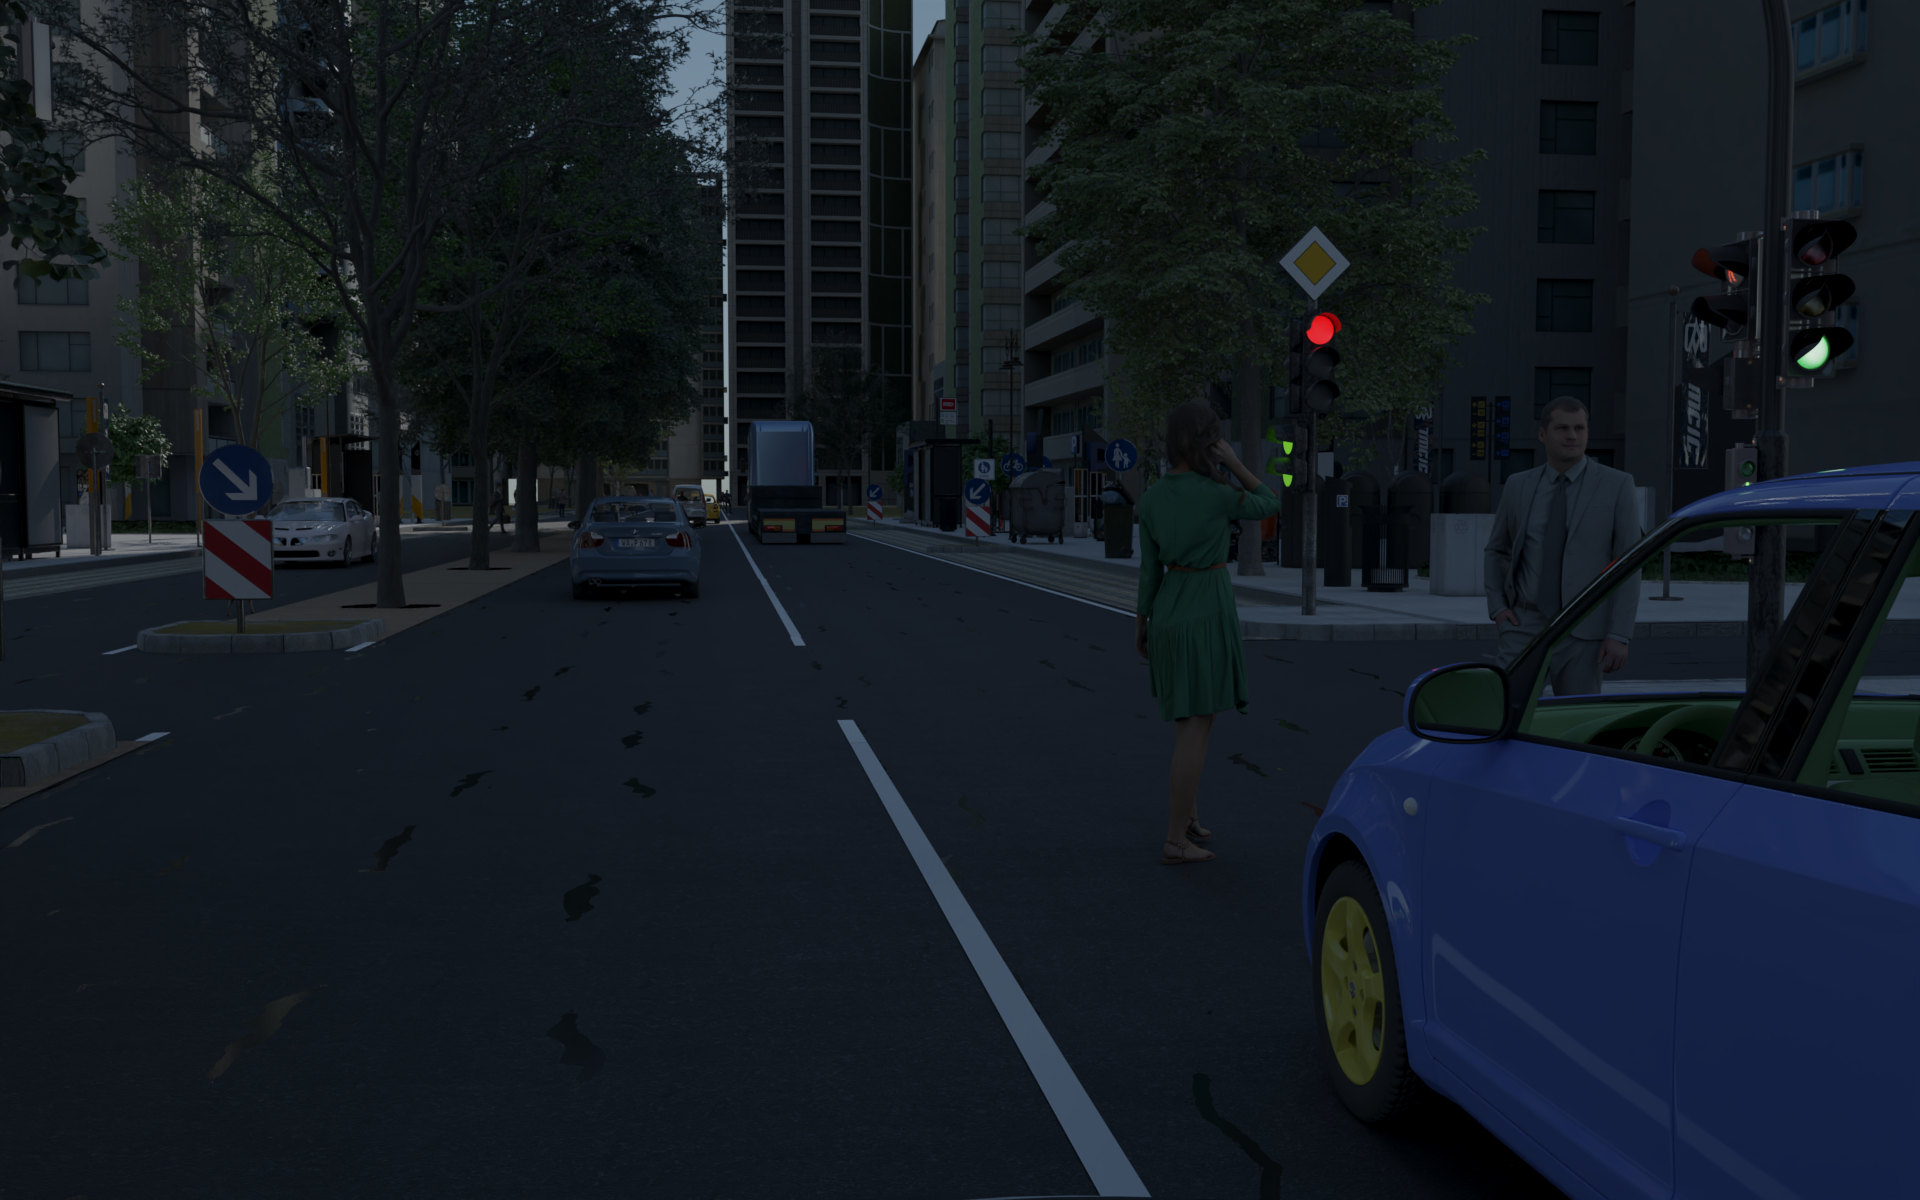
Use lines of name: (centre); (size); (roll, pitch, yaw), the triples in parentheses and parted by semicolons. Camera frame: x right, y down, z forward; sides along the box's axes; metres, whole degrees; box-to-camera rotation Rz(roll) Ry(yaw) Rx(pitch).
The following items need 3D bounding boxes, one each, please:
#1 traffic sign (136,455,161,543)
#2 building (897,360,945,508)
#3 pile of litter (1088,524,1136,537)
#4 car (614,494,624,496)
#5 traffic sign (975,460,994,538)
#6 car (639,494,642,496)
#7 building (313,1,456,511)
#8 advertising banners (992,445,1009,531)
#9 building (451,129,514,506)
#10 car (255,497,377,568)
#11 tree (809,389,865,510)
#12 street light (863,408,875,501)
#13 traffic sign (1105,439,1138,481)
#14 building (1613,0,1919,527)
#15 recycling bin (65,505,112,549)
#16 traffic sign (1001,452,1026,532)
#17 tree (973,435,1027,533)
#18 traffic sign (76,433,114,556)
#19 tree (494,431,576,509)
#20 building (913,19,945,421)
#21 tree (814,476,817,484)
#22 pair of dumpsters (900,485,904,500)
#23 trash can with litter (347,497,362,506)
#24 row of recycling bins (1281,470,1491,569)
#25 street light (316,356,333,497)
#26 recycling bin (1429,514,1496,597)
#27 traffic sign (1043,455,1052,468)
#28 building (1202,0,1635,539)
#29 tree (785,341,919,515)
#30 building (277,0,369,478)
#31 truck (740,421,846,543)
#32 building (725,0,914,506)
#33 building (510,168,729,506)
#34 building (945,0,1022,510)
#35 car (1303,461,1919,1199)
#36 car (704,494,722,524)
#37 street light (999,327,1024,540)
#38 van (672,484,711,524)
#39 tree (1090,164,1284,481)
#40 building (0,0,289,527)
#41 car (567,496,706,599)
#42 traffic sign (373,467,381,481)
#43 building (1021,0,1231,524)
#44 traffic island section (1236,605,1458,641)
traffic sign: (-21.084, -2.624, 45.030); (0.606, 2.300, 0.079); (0, 4, -8)
building: (7.305, -50.974, 146.100); (22.319, 86.520, 31.000); (-1, 4, -8)
pile of litter: (4.602, -2.306, 51.671); (1.176, 0.858, 1.719); (-3, 5, -45)
car: (-25.591, -7.427, 131.221); (2.009, 1.686, 4.222); (-1, 4, -9)
traffic sign: (0.706, -2.970, 50.690); (0.606, 2.300, 0.079); (0, 4, -5)
car: (-29.360, -8.997, 156.138); (2.155, 1.783, 4.494); (0, 4, -7)
building: (-55.562, -33.635, 139.166); (27.495, 52.752, 28.713); (-1, 4, -8)
advertising banners: (1.427, -3.955, 60.858); (0.090, 3.025, 2.074); (1, 4, 19)
building: (-60.218, -34.455, 187.037); (21.600, 48.544, 21.300); (-1, 4, -8)
car: (-13.047, -1.388, 35.063); (2.083, 1.381, 4.827); (-1, 4, -9)
tree: (-8.095, -10.085, 115.255); (4.360, 8.622, 3.978); (0, 3, 0)
street light: (-4.811, -7.268, 91.624); (0.468, 5.910, 1.993); (-1, 4, -8)
traffic sign: (3.728, -2.451, 40.183); (0.768, 2.556, 0.104); (0, 4, -5)
building: (27.625, -25.408, 39.123); (21.600, 48.544, 21.300); (-1, 4, -8)
recycling bin: (-20.710, -1.750, 41.164); (0.722, 1.027, 0.722); (0, 4, 7)
traffic sign: (1.623, -3.237, 53.024); (0.768, 2.556, 0.104); (0, 4, -4)
tree: (1.434, -3.832, 57.257); (1.663, 3.219, 1.824); (0, 3, 0)
traffic sign: (-17.916, -2.189, 35.890); (0.768, 2.556, 0.104); (0, 4, -4)
tree: (-35.437, -13.212, 150.434); (7.601, 10.594, 8.767); (2, 4, 24)
building: (8.221, -37.400, 200.723); (27.495, 52.752, 28.713); (-1, 4, -8)
tree: (-15.013, -10.965, 162.992); (4.285, 4.588, 4.351); (0, 3, 0)
pair of dumpsters: (-1.836, -4.896, 82.535); (1.574, 2.255, 4.437); (0, 4, -8)
trash can with litter: (-22.598, -3.286, 65.115); (1.055, 1.170, 0.624); (-3, 5, -43)
row of recycling bins: (7.355, -1.398, 29.965); (3.534, 1.692, 1.069); (1, 4, 8)
street light: (-21.282, -5.233, 58.347); (0.468, 5.910, 1.993); (-1, 4, -8)
recycling bin: (6.410, -0.575, 21.951); (0.722, 1.027, 0.722); (0, 4, -2)
traffic sign: (2.601, -3.431, 56.207); (0.768, 2.556, 0.104); (0, 4, -7)
building: (15.033, -17.380, 55.865); (14.160, 30.474, 14.107); (-1, 4, -8)
tree: (-6.587, -10.434, 105.012); (8.767, 10.594, 7.601); (0, 4, 2)
building: (-47.705, -48.194, 100.642); (22.319, 86.520, 31.000); (-1, 4, -8)
truck: (-5.749, -4.183, 58.154); (2.967, 4.110, 18.799); (0, 4, -8)
building: (-15.563, -46.140, 192.642); (20.611, 71.187, 20.563); (-1, 4, -8)
building: (-38.551, -30.882, 196.798); (23.993, 40.220, 32.217); (-1, 4, -8)
building: (5.707, -26.932, 123.938); (14.154, 41.232, 14.086); (-1, 4, -8)
car: (1.840, 0.406, 2.959); (1.945, 1.707, 3.694); (0, 4, -7)
car: (-12.644, -4.561, 84.792); (2.015, 1.641, 3.980); (-1, 4, -9)
street light: (1.431, -4.615, 48.251); (0.468, 5.910, 1.993); (-1, 4, -8)
van: (-12.515, -4.456, 79.871); (2.013, 2.044, 4.112); (0, 4, -8)
tree: (4.537, -5.297, 36.975); (4.360, 8.622, 3.978); (0, 3, 0)
building: (-37.171, -23.729, 71.561); (14.154, 41.232, 14.086); (-1, 4, -8)
car: (-4.666, -0.796, 25.017); (2.014, 1.417, 4.499); (-1, 4, -10)
traffic sign: (-23.275, -4.281, 69.993); (0.884, 2.594, 0.081); (0, 4, -1)
building: (15.357, -28.170, 84.281); (21.300, 48.544, 21.600); (-1, 4, -8)
traffic island section: (3.718, 0.240, 18.362); (2.009, 0.180, 2.903); (-1, 4, -8)
